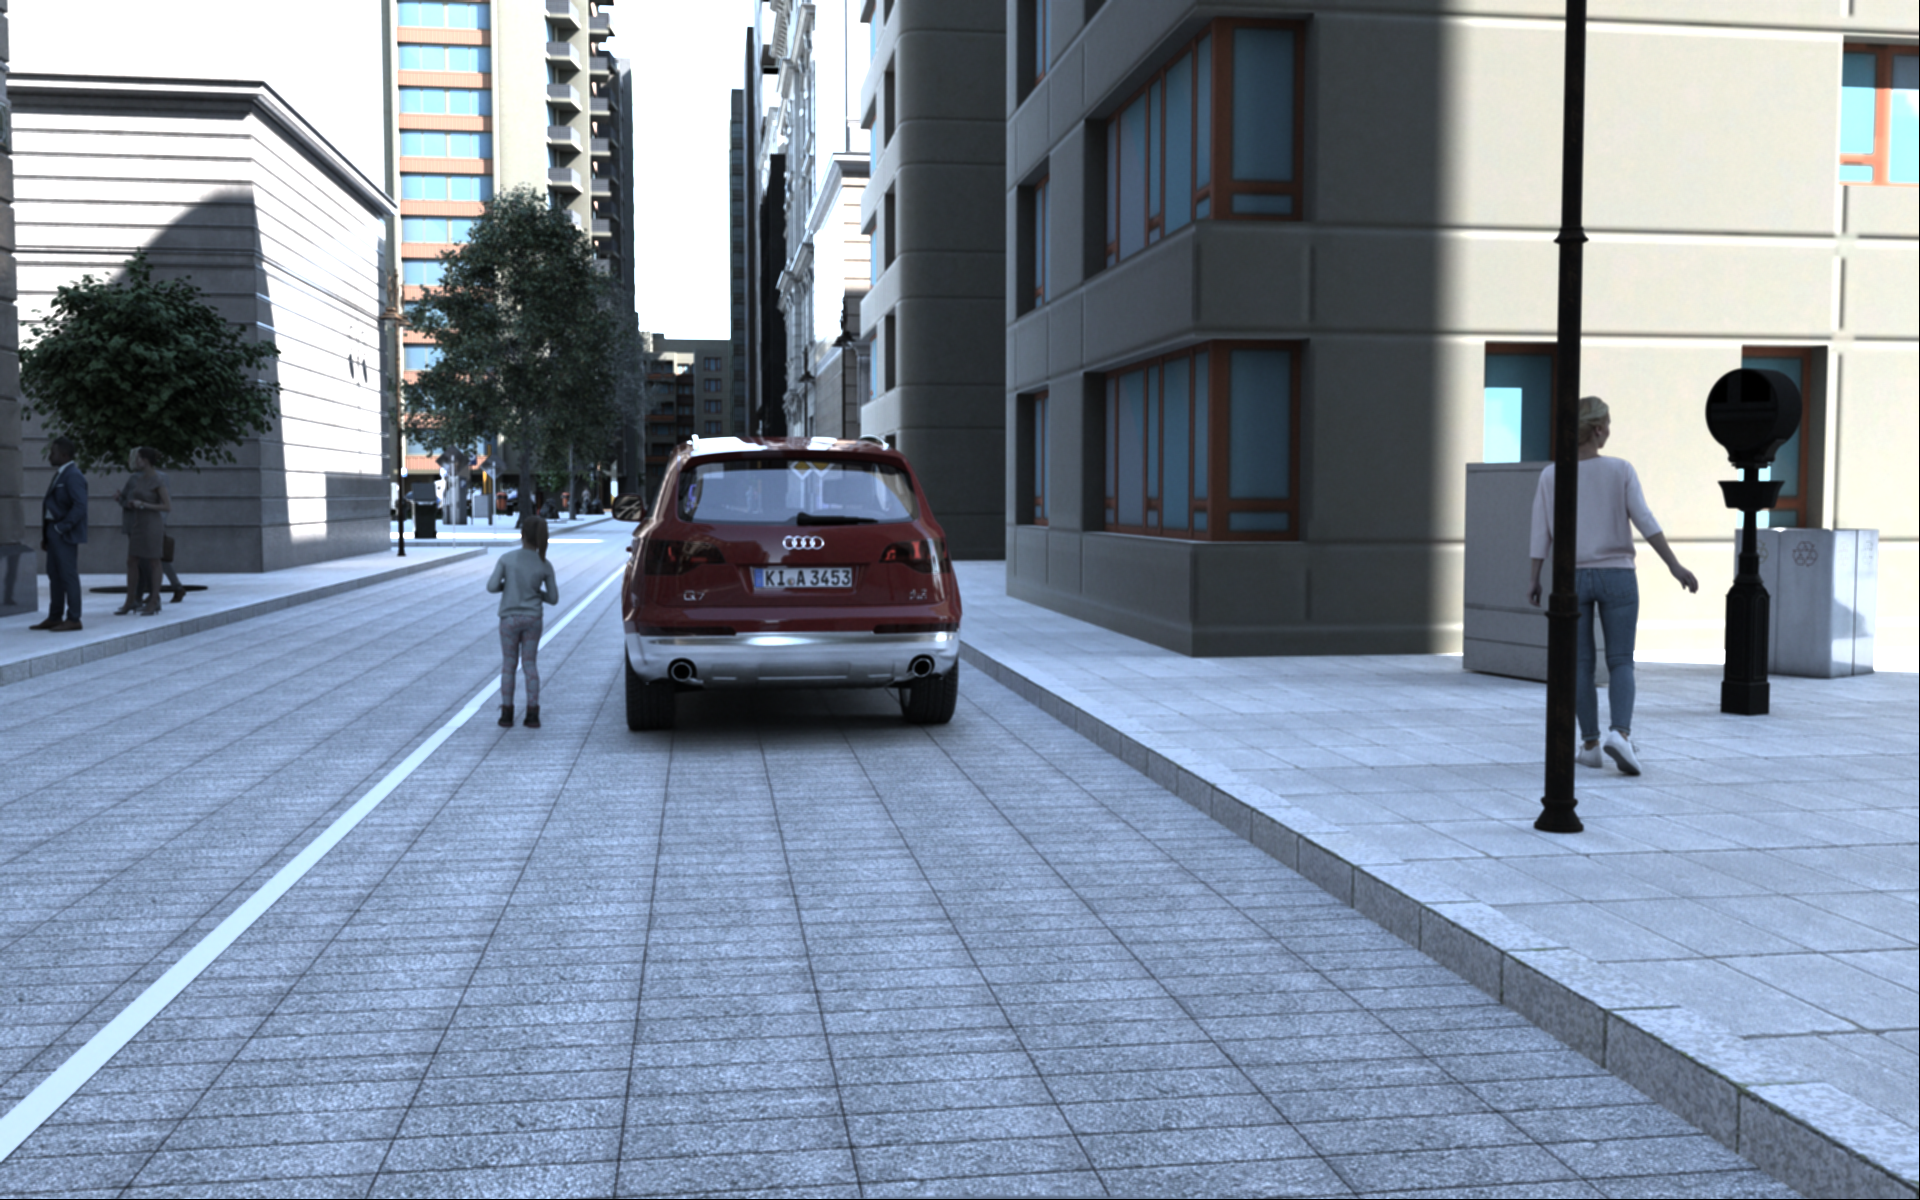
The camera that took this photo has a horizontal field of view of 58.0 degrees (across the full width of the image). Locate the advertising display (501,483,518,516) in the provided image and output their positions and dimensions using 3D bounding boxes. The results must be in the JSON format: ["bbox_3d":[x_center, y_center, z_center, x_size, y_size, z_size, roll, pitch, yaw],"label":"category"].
[{"bbox_3d":[-26.137,-5.829,100.512,0.974,1.923,0.123,-3,4,-37],"label":"advertising display"}]

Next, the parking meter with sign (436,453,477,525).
[{"bbox_3d":[-20.879,-4.636,72.055,1.738,3.016,0.543,2,4,34],"label":"parking meter with sign"}]

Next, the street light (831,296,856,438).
[{"bbox_3d":[-2.731,-4.153,40.691,0.468,5.910,1.993,-1,4,-8],"label":"street light"}]

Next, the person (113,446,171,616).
[{"bbox_3d":[-8.650,-0.730,18.325,0.599,1.781,0.374,2,4,29],"label":"person"}]

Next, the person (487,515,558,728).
[{"bbox_3d":[-2.715,0.128,10.687,0.425,1.301,0.394,-3,4,-38],"label":"person"}]

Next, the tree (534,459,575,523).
[{"bbox_3d":[-18.205,-5.058,77.299,1.663,3.219,1.824,0,3,0],"label":"tree"}]

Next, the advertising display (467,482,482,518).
[{"bbox_3d":[-26.357,-5.415,93.742,0.974,1.923,0.123,0,4,-4],"label":"advertising display"}]

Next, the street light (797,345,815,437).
[{"bbox_3d":[-4.774,-4.955,53.808,0.468,5.910,1.993,-1,4,-8],"label":"street light"}]

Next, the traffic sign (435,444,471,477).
[{"bbox_3d":[-11.819,-2.335,40.361,0.795,2.593,0.064,-1,4,-8],"label":"traffic sign"}]

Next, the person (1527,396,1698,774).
[{"bbox_3d":[3.035,-0.081,8.045,0.731,1.740,0.598,1,4,14],"label":"person"}]

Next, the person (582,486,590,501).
[{"bbox_3d":[-24.309,-6.519,112.977,0.599,1.781,0.374,0,4,-8],"label":"person"}]

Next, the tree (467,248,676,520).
[{"bbox_3d":[-18.983,-10.663,84.709,12.009,13.543,11.850,0,3,0],"label":"tree"}]

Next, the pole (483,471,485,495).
[{"bbox_3d":[-30.863,-7.258,112.514,0.158,3.312,0.155,0,3,0],"label":"pole"}]

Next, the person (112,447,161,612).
[{"bbox_3d":[-9.043,-0.778,18.947,0.526,1.800,0.537,0,4,-5],"label":"person"}]

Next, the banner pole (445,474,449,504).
[{"bbox_3d":[-34.463,-7.743,116.616,0.401,3.779,0.863,1,4,22],"label":"banner pole"}]

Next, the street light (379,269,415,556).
[{"bbox_3d":[-11.569,-3.848,35.700,0.468,5.910,1.993,-1,4,-8],"label":"street light"}]

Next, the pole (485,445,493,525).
[{"bbox_3d":[-19.356,-4.739,71.324,0.158,3.312,0.155,0,3,0],"label":"pole"}]

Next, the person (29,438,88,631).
[{"bbox_3d":[-8.428,-0.615,16.287,0.721,1.800,0.419,3,5,41],"label":"person"}]

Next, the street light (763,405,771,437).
[{"bbox_3d":[-9.820,-7.067,88.331,0.468,5.910,1.993,-1,4,-8],"label":"street light"}]

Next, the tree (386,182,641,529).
[{"bbox_3d":[-16.143,-8.980,63.825,9.611,12.733,9.660,0,3,0],"label":"tree"}]

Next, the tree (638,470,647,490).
[{"bbox_3d":[-32.338,-11.314,168.689,4.285,4.588,4.351,0,3,0],"label":"tree"}]

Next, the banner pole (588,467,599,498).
[{"bbox_3d":[-23.577,-7.438,111.624,0.863,3.779,0.401,-1,4,-23],"label":"banner pole"}]

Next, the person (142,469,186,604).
[{"bbox_3d":[-9.499,-0.865,20.310,0.709,1.813,0.853,1,4,13],"label":"person"}]

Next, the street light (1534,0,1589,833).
[{"bbox_3d":[2.294,-2.059,6.458,0.468,5.910,1.993,-1,4,-8],"label":"street light"}]

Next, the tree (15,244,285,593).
[{"bbox_3d":[-10.891,-2.402,22.993,4.285,4.588,4.351,0,3,0],"label":"tree"}]

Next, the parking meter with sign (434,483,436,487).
[{"bbox_3d":[-34.704,-7.252,114.827,0.543,3.016,1.738,1,4,20],"label":"parking meter with sign"}]

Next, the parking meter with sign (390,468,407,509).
[{"bbox_3d":[-38.319,-7.436,117.836,1.738,3.016,0.543,3,5,43],"label":"parking meter with sign"}]

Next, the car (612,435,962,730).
[{"bbox_3d":[-1.301,-0.214,12.178,2.281,1.827,5.304,-1,4,-10],"label":"car"}]

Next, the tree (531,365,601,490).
[{"bbox_3d":[-20.971,-8.754,93.485,4.737,8.622,4.395,0,3,0],"label":"tree"}]

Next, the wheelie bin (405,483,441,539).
[{"bbox_3d":[-15.485,-2.570,49.930,0.980,1.594,0.693,-2,4,-26],"label":"wheelie bin"}]
